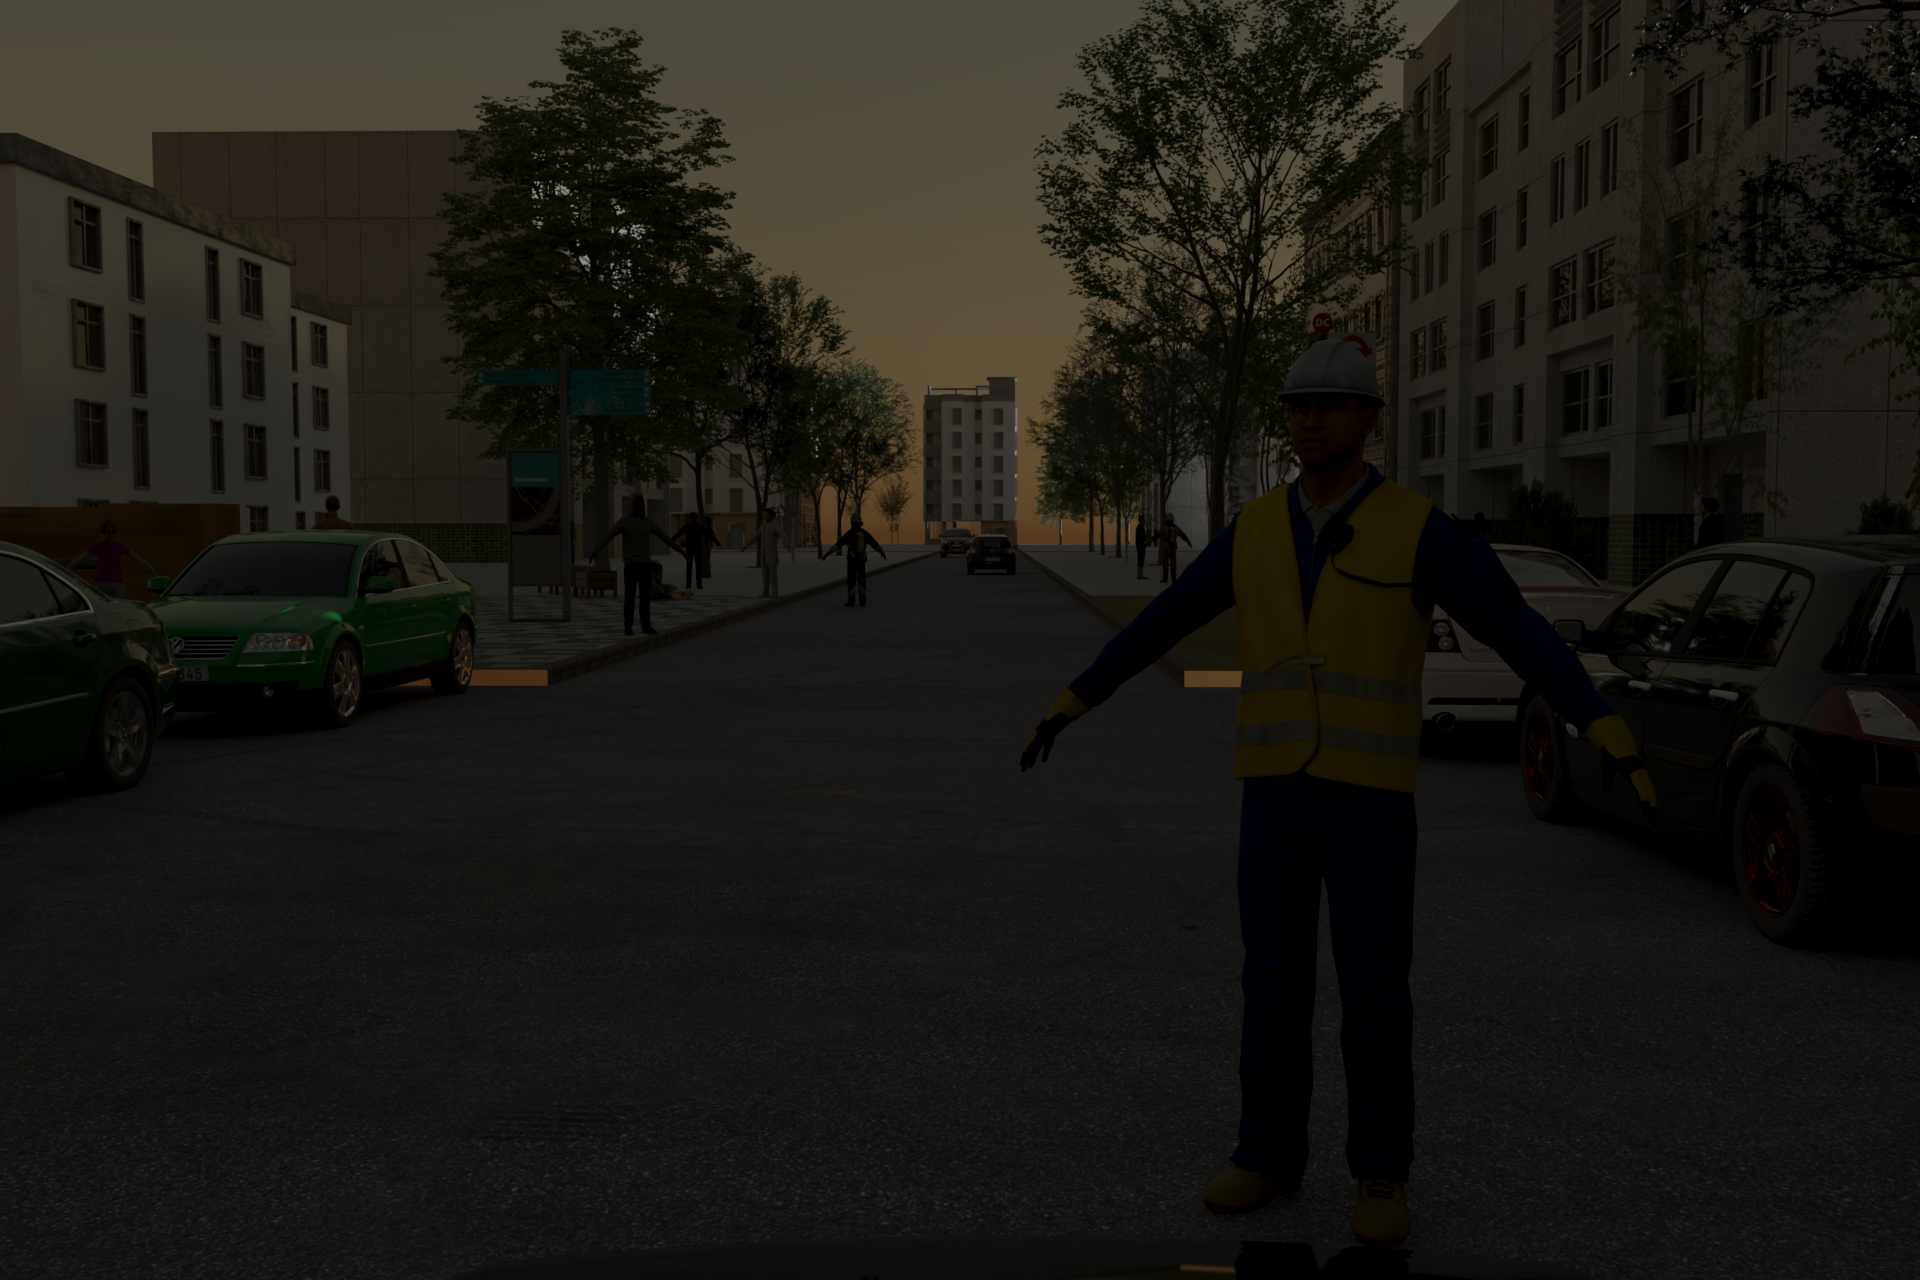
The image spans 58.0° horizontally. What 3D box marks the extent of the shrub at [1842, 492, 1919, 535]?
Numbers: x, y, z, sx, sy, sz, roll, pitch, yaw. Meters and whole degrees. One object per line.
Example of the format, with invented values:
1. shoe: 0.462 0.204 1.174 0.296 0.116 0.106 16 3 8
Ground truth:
1. shrub: 17.440 -1.753 32.704 1.661 2.075 1.752 0 3 0

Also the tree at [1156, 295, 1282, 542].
1. tree: 7.708 -6.343 54.071 4.360 8.622 3.978 0 3 0

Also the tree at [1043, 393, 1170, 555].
1. tree: 8.785 -10.437 105.053 8.767 10.594 7.601 1 4 17

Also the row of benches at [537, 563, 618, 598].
1. row of benches: -8.108 -1.283 36.438 1.422 0.672 4.104 -2 4 -27

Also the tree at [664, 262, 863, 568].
1. tree: -7.541 -8.560 65.704 9.928 11.665 9.643 0 3 0

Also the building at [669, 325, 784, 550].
1. building: -21.345 -17.641 144.848 16.016 20.090 11.380 0 4 2

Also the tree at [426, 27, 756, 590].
1. tree: -8.271 -7.399 39.107 7.486 12.596 7.792 0 3 0

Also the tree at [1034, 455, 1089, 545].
1. tree: 12.611 -17.887 210.576 7.486 12.596 7.792 0 3 0

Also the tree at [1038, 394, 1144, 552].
1. tree: 9.284 -12.451 121.706 7.486 12.596 7.792 0 3 0

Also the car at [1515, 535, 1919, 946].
1. car: 3.705 0.146 7.402 2.009 1.686 4.222 0 4 1

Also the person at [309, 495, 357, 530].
1. person: -7.365 -0.827 20.329 1.217 1.733 0.721 -2 4 -30

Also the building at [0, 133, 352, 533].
1. building: -23.805 -6.632 50.573 9.099 9.664 28.070 0 4 2

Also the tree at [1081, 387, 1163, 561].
1. tree: 7.889 -8.005 81.242 4.360 8.622 3.978 0 3 0

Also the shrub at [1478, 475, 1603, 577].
1. shrub: 7.285 -1.071 21.929 1.690 2.028 1.600 0 3 0

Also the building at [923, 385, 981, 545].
1. building: -4.181 -21.672 213.221 11.380 20.090 16.016 0 4 7

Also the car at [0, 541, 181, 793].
1. car: -5.587 0.212 8.335 2.131 1.459 4.920 0 4 1

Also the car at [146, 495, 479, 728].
1. car: -5.371 -0.331 14.201 1.959 1.807 4.718 0 4 2

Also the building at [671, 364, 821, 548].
1. building: -24.050 -20.816 171.277 19.493 23.208 18.063 0 4 1

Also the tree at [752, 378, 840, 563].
1. tree: -7.335 -7.687 76.038 4.737 8.622 4.395 0 3 0

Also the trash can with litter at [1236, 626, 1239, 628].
1. trash can with litter: 4.599 -0.712 22.695 1.678 1.210 2.233 0 4 0

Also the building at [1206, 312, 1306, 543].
1. building: 26.355 -17.850 148.275 16.016 20.090 11.380 0 4 1

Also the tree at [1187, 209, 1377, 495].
1. tree: 7.400 -5.486 40.055 4.737 8.622 4.395 0 3 0

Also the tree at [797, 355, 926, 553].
1. tree: -6.943 -12.690 117.844 12.009 13.543 11.850 0 3 0

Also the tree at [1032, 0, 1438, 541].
1. tree: 4.909 -6.486 31.806 9.928 11.665 9.643 0 3 0

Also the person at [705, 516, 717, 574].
1. person: -7.922 -2.919 53.869 0.704 1.843 1.345 -3 5 -45

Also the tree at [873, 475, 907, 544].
1. tree: -8.144 -16.088 213.402 4.360 8.622 3.978 0 3 0

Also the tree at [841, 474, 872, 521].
1. tree: -12.223 -15.731 207.558 4.360 8.622 3.978 0 3 0

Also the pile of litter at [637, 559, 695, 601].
1. pile of litter: -5.806 -1.227 34.033 1.176 0.858 1.719 0 4 0

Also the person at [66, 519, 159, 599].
1. person: -8.832 -0.533 17.984 0.991 1.433 0.599 -2 4 -30

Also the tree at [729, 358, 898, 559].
1. tree: -7.280 -9.450 88.926 8.767 10.594 7.601 -2 4 -24

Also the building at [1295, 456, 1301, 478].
1. building: 25.949 -9.562 98.493 9.099 9.664 28.070 0 4 1

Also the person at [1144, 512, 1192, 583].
1. person: 5.524 -2.446 45.756 1.354 1.858 0.705 -1 4 -14

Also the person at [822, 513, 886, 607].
1. person: -2.061 -1.596 34.330 1.354 1.856 0.705 -2 4 -25

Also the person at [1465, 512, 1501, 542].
1. person: 10.863 -1.812 36.346 1.216 1.740 0.721 0 4 8

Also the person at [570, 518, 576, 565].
1. person: -12.637 -3.051 56.009 0.704 1.817 1.347 -2 4 -32

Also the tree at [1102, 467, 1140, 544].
1. tree: 21.145 -18.062 213.447 7.486 12.596 7.792 0 3 0

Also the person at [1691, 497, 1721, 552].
1. person: 10.668 -1.137 24.784 0.705 1.806 1.347 2 4 34

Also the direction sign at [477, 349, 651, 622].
1. direction sign: -5.722 -2.261 25.733 2.525 3.948 1.411 0 4 2

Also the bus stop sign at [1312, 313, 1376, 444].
1. bus stop sign: 4.587 -1.974 20.975 0.855 3.939 0.416 0 4 1

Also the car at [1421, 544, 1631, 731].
1. car: 3.559 -0.029 12.837 2.083 1.381 4.827 0 4 0

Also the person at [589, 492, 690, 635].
1. person: -4.118 -0.981 22.165 1.348 1.813 0.705 -2 4 -31

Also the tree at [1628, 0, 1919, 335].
1. tree: 9.922 -4.904 14.596 8.767 10.594 7.601 -1 4 -14

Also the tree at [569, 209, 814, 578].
1. tree: -7.734 -7.075 50.094 7.601 10.594 8.767 0 4 -1

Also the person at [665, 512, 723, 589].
1. person: -6.230 -2.099 40.546 1.346 1.802 0.704 0 4 -4

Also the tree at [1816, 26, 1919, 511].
1. tree: 13.524 -4.462 23.324 4.737 8.622 4.395 0 3 0

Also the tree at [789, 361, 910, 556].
1. tree: -7.009 -10.826 102.757 9.928 11.665 9.643 0 3 0

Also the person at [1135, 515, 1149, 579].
1. person: 5.171 -2.630 49.132 0.704 1.812 1.346 0 4 -1

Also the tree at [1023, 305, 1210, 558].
1. tree: 8.559 -11.178 93.138 12.009 13.543 11.850 0 3 0

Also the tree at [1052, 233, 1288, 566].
1. tree: 8.332 -9.767 70.059 12.009 13.543 11.850 0 3 0

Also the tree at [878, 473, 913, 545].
1. tree: -7.687 -15.727 207.501 4.737 8.622 4.395 0 3 0

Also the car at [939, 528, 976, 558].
1. car: -0.141 -5.998 106.748 2.281 1.827 5.304 0 4 1

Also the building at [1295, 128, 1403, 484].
1. building: 25.714 -14.906 74.634 19.493 23.208 18.063 0 4 1

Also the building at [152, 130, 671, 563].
1. building: -26.747 -13.799 92.071 16.747 18.905 31.486 0 4 1

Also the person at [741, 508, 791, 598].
1. person: -3.879 -1.765 35.045 1.347 1.806 0.705 3 4 38

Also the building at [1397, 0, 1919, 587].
1. building: 24.748 -11.201 49.589 16.747 18.905 31.486 0 4 1

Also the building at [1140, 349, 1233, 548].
1. building: 27.720 -18.796 173.764 16.747 18.905 31.486 0 4 2

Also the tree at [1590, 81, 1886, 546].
1. tree: 12.301 -4.814 29.069 4.360 8.622 3.978 0 3 0

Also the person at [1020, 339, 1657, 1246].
1. person: 0.758 0.294 3.625 1.349 1.833 0.705 2 4 32

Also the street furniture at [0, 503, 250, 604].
1. street furniture: -12.776 -1.313 28.325 9.812 1.723 11.010 -1 4 -21

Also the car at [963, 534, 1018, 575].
1. car: 1.108 -3.202 62.147 2.009 1.686 4.222 0 4 0
